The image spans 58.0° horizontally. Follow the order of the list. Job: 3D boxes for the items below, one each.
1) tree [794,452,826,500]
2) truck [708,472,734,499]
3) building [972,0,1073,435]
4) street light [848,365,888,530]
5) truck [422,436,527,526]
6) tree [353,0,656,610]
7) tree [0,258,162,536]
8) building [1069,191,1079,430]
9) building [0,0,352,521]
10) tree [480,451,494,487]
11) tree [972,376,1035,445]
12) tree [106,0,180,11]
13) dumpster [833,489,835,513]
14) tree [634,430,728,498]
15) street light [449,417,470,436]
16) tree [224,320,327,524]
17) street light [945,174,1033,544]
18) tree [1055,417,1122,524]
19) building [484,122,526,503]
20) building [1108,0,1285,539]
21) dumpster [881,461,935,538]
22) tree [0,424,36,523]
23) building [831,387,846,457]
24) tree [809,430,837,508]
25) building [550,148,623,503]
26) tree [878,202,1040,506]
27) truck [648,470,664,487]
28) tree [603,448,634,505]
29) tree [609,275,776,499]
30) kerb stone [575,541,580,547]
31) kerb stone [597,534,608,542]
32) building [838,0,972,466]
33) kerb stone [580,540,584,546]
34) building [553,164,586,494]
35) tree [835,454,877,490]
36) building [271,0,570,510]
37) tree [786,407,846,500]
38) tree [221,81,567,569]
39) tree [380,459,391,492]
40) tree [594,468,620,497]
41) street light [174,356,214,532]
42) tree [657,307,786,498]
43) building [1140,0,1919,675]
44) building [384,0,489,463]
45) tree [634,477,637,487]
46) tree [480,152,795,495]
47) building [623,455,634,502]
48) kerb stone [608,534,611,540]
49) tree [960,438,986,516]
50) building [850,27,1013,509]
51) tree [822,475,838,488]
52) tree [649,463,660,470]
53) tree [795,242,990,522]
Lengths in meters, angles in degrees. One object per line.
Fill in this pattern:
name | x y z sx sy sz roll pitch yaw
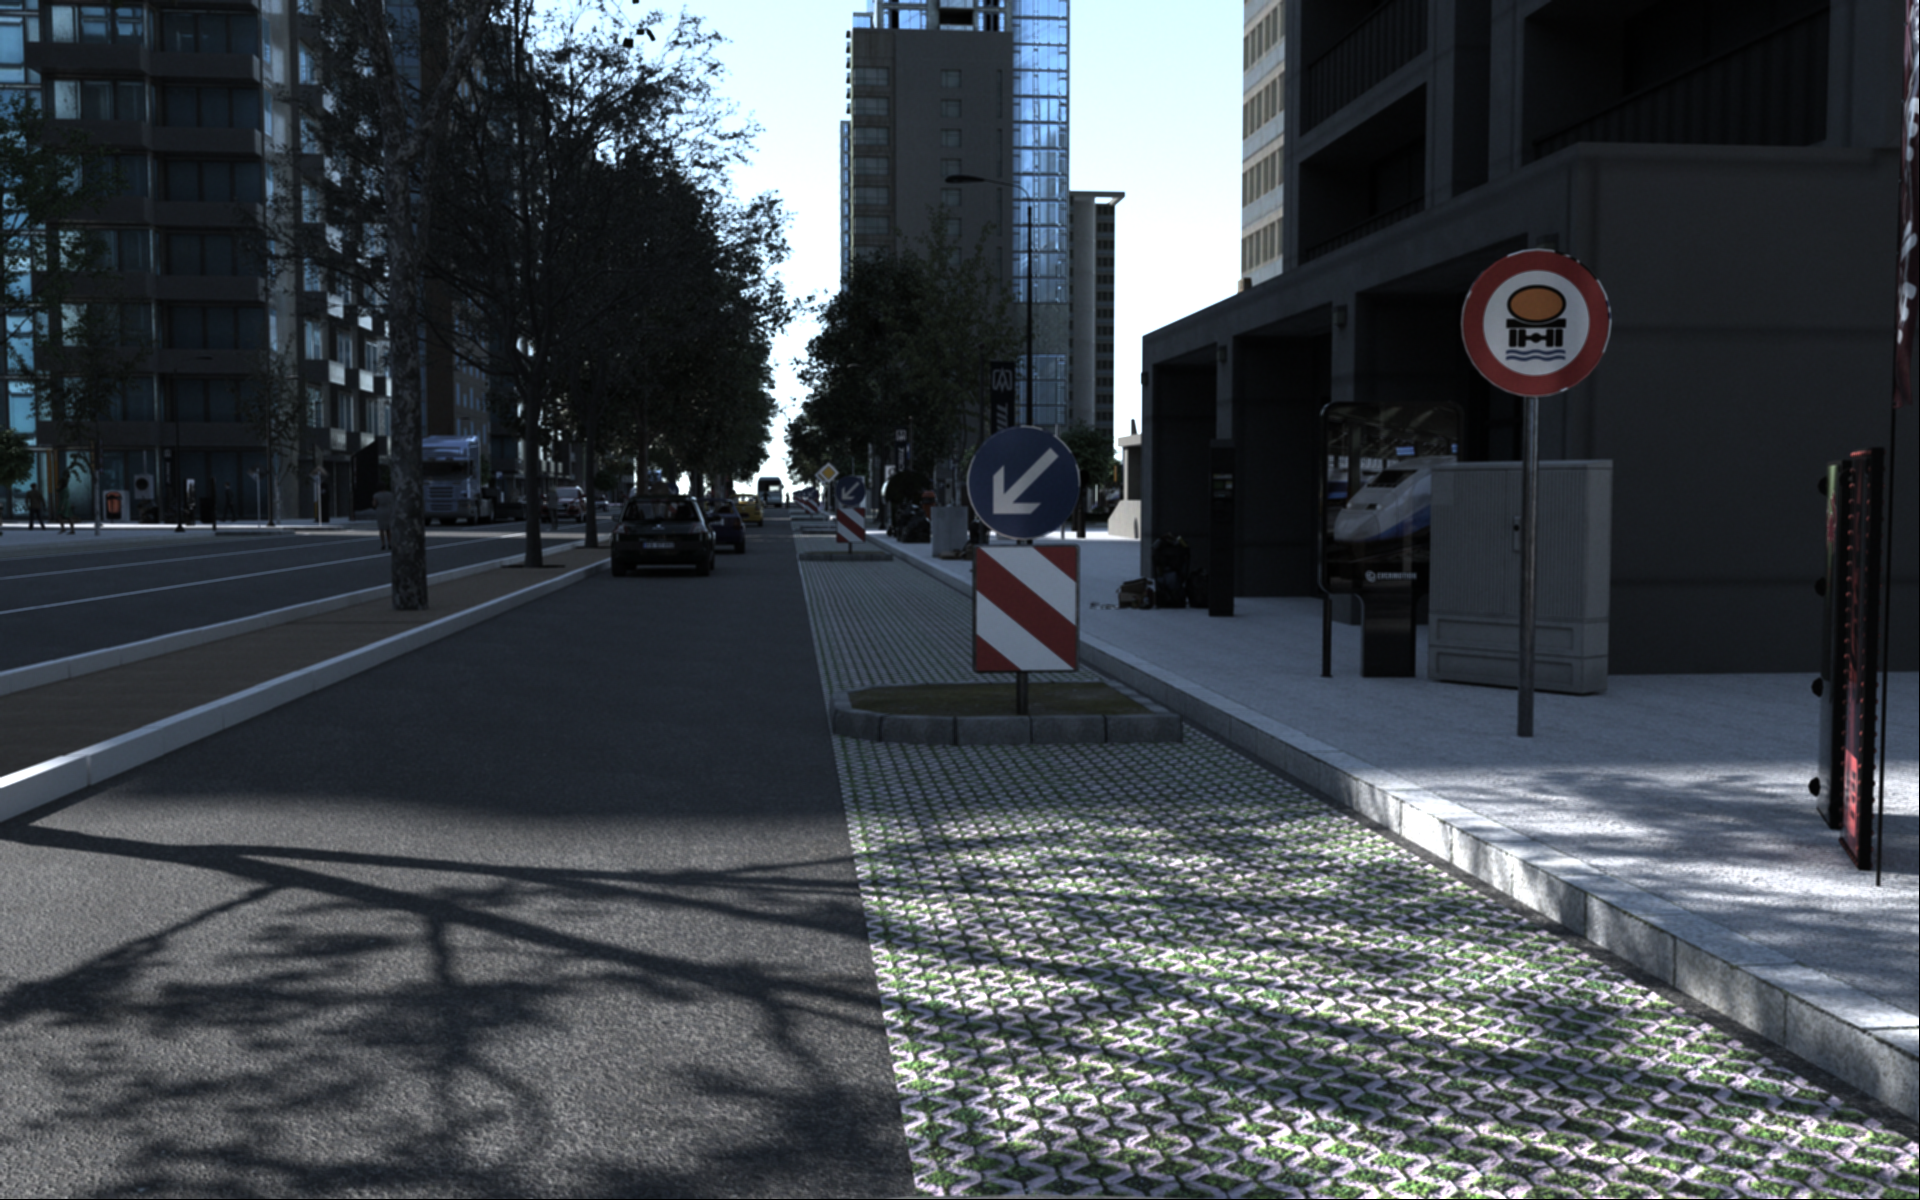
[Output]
tree | -24.018 -19.854 274.976 4.737 8.622 4.395 0 3 0
truck | -27.465 -12.880 199.505 2.839 4.237 11.283 0 4 -7
building | -0.079 -52.958 178.537 22.319 86.520 31.000 0 4 -6
street light | -3.322 -5.490 62.307 1.470 5.913 1.316 0 4 -6
truck | -23.770 -5.853 85.454 2.967 4.110 18.799 0 4 -5
tree | -5.494 -9.889 20.040 12.611 20.169 13.585 0 3 0
tree | -26.920 -6.296 53.295 4.360 8.622 3.978 0 3 0
building | 1.823 -31.550 207.724 32.217 40.220 23.993 0 4 -6
building | -44.270 -29.060 94.738 23.786 49.044 30.456 0 4 -6
tree | -32.533 -8.003 114.556 4.285 4.588 4.351 0 3 0
tree | 2.687 -9.682 108.664 4.360 8.622 3.978 0 3 0
tree | -5.410 -4.866 7.771 9.928 11.665 9.643 0 3 0
dumpster | -7.800 -6.710 115.464 1.264 1.857 1.865 0 4 -6
tree | -12.397 -7.740 79.371 4.737 8.622 4.395 0 3 0
street light | -30.308 -8.089 104.803 1.470 5.913 1.316 0 4 -6
tree | -28.801 -7.500 72.985 4.360 8.622 3.978 0 3 0
street light | 0.477 -3.230 25.355 1.470 5.913 1.316 0 4 -6
tree | 5.162 -5.499 73.619 4.285 4.588 4.351 0 3 0
building | -55.162 -28.184 152.683 32.217 40.220 23.993 0 4 -6
building | 21.350 -21.761 47.669 32.217 40.220 23.993 0 4 -6
dumpster | -1.553 -3.019 51.853 1.502 2.255 1.985 0 4 -6
tree | -42.489 -5.675 76.507 4.285 4.588 4.351 0 3 0
building | -5.548 -25.396 260.262 27.650 21.520 28.899 0 4 -6
tree | -12.614 -12.946 162.036 4.360 8.622 3.978 0 3 0
building | -58.820 -37.565 237.896 21.300 48.544 21.600 0 4 -6
tree | -0.026 -5.704 43.624 4.737 8.622 4.395 0 3 0
truck | -35.216 -12.912 200.869 2.967 4.110 18.799 0 4 -6
tree | -41.378 -15.810 208.858 4.737 8.622 4.395 0 3 0
tree | -13.187 -10.113 85.938 7.486 12.596 7.792 0 3 0
kerb stone | -10.173 -1.422 45.490 0.120 0.150 1.000 0 4 -6
kerb stone | -10.889 -1.858 52.619 0.120 0.150 1.000 0 4 -6
building | -11.120 -59.661 288.124 22.319 86.520 31.000 0 4 -6
kerb stone | -10.281 -1.487 46.512 0.120 0.150 1.000 0 4 -6
building | -51.724 -31.767 202.977 14.154 41.232 14.086 0 4 -6
tree | -7.304 -8.429 121.529 4.285 4.588 4.351 0 3 0
building | -53.935 -34.265 179.847 23.786 49.044 30.456 0 4 -6
tree | -19.949 -20.266 237.999 9.857 13.997 8.962 0 3 0
tree | -8.331 -7.374 33.388 12.009 13.543 11.850 0 3 0
tree | -31.149 -6.132 94.854 1.663 3.219 1.824 0 3 0
tree | -41.735 -13.461 203.804 4.285 4.588 4.351 0 3 0
street light | -25.755 -5.242 58.247 1.470 5.913 1.316 0 4 -6
tree | -14.210 -11.344 94.592 9.857 13.997 8.962 0 3 0
building | 13.989 -35.311 15.589 20.563 71.187 20.611 0 4 -6
building | -43.597 -29.271 128.693 14.600 45.320 14.200 0 4 -6
tree | -47.516 -17.007 261.780 4.285 4.588 4.351 0 3 0
tree | -10.366 -8.369 56.302 9.611 12.733 9.660 0 3 0
building | -60.716 -38.879 259.374 21.300 48.544 21.600 0 4 -6
kerb stone | -10.998 -1.921 53.647 0.120 0.150 1.000 0 4 -6
tree | 1.418 -7.262 102.440 4.285 4.588 4.351 0 3 0
building | -2.878 -28.927 156.553 14.154 41.232 14.086 0 4 -6
tree | -10.529 -9.237 145.626 1.663 3.219 1.824 0 3 0
tree | -47.668 -19.416 267.814 4.360 8.622 3.978 0 3 0
tree | -3.457 -9.898 78.841 9.611 12.733 9.660 0 3 0
